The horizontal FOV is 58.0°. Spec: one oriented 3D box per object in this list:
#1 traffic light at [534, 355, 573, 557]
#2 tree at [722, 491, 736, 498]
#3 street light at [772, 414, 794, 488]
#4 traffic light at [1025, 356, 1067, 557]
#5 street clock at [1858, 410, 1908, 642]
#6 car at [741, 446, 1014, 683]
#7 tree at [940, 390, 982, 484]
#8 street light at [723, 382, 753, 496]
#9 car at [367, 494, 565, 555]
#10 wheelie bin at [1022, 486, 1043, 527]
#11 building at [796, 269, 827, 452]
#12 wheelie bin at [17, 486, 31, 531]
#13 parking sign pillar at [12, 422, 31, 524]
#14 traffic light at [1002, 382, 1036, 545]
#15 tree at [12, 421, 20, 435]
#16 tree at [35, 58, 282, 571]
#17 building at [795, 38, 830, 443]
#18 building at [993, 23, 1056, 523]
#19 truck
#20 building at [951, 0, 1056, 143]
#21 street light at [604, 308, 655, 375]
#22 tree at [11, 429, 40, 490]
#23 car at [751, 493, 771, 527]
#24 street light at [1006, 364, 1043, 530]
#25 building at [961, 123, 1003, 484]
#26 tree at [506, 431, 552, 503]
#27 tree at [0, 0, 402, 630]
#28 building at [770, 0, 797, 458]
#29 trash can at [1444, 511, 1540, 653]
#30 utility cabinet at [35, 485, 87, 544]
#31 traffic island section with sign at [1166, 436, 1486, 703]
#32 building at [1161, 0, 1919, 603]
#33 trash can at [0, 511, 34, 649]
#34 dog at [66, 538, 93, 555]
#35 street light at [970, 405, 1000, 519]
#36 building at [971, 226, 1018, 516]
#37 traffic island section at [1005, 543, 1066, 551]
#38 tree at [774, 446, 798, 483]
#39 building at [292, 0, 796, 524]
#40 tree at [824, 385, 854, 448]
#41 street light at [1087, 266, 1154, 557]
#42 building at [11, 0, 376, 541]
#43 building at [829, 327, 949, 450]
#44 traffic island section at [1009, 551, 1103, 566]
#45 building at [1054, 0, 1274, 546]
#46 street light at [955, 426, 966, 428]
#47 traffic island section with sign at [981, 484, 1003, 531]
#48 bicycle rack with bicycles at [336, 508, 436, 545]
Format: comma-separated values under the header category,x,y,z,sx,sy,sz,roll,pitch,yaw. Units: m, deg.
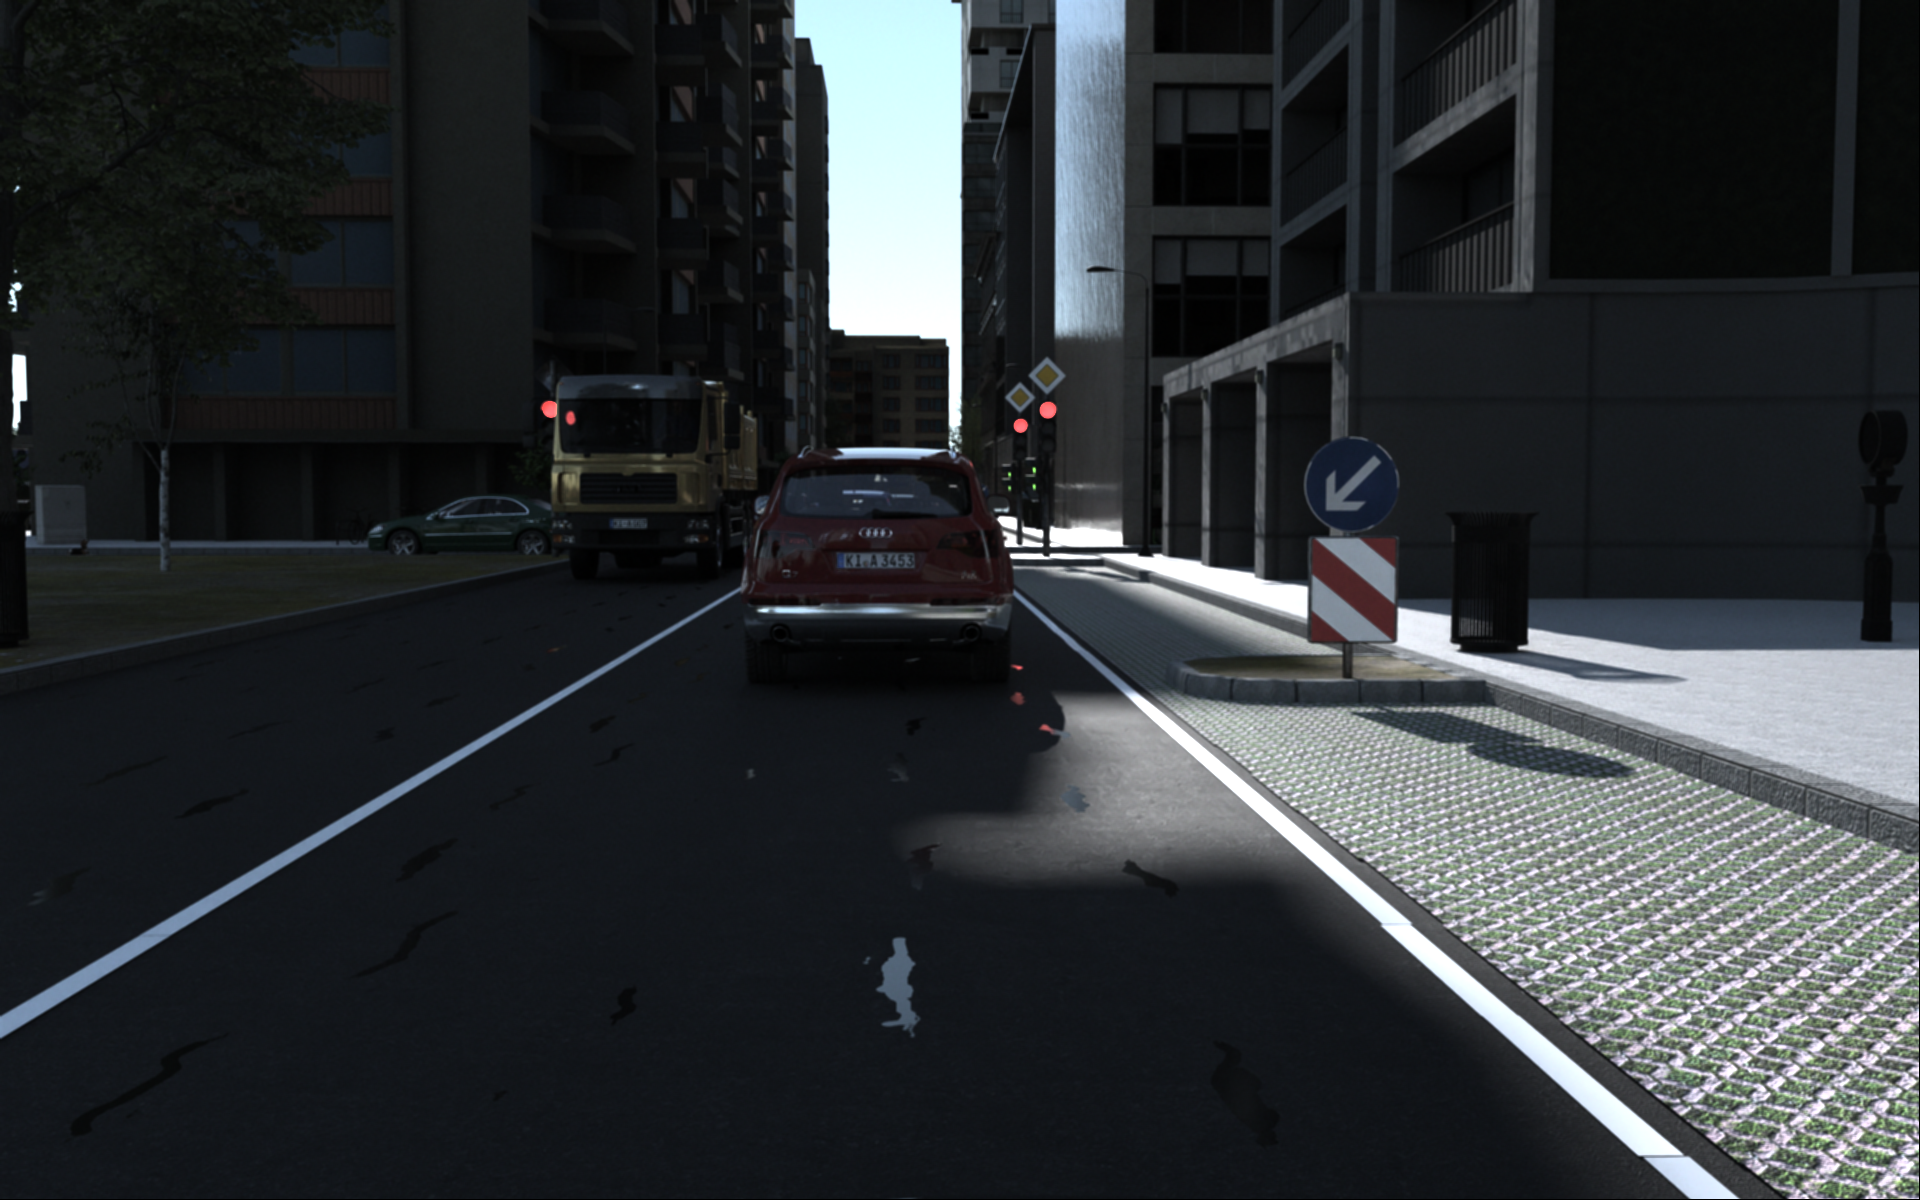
category,x,y,z,sx,sy,sz,roll,pitch,yaw
traffic light,-8.201,-2.823,35.074,0.839,4.253,0.868,0,4,-2
tree,-10.646,-5.230,80.109,1.663,3.219,1.824,0,3,0
street light,-10.315,-7.834,100.625,1.470,5.913,1.316,0,4,-2
traffic light,1.754,-2.845,35.430,0.839,4.253,0.868,0,4,-2
street clock,7.999,-0.642,15.061,0.358,2.002,0.471,0,4,6
car,-0.669,-0.369,14.704,2.281,1.827,5.304,0,4,-2
tree,1.634,-10.792,126.808,4.737,8.622,4.395,0,3,0
street light,-9.308,-6.092,72.151,1.470,5.913,1.316,0,4,-2
car,-10.673,-1.634,38.518,4.920,1.459,2.131,0,4,-1
wheelie bin,2.745,-3.593,66.657,0.980,1.594,0.693,-2,4,-32
building,-25.830,-18.479,147.178,27.650,21.520,28.899,0,4,-2
wheelie bin,-32.958,-3.222,60.587,0.980,1.594,0.693,-3,5,-43
parking sign pillar,-34.477,-4.630,64.165,1.447,3.967,1.447,2,4,27
traffic light,1.480,-3.333,43.410,0.839,4.253,0.868,0,4,-2
tree,-40.784,-5.608,75.410,4.285,4.588,4.351,0,3,0
tree,-13.391,-4.805,28.932,4.360,8.622,3.978,0,3,0
building,-24.709,-34.139,181.874,21.600,48.544,21.300,0,4,-2
building,9.515,-16.234,84.488,14.314,24.678,30.058,0,4,-2
truck,-5.352,-2.164,31.304,3.469,3.379,9.791,0,4,-2
building,13.936,-34.857,159.151,28.713,52.752,27.495,0,4,-2
street light,-8.298,-4.326,43.275,1.470,5.913,1.316,0,4,-2
tree,-24.353,-2.991,43.508,1.663,3.219,1.824,0,3,0
car,-5.542,-2.802,54.846,2.155,1.783,4.494,0,4,0
street light,2.346,-5.481,62.151,1.470,5.913,1.316,0,4,-2
building,7.039,-22.410,138.111,14.160,30.474,14.107,0,4,-2
tree,-9.948,-2.895,41.935,1.663,3.219,1.824,0,3,0
tree,-8.930,-6.017,16.502,7.486,12.596,7.792,0,3,0
building,-19.173,-29.042,124.954,14.600,45.320,14.200,0,4,-2
trash can,4.335,-0.153,14.163,0.748,1.137,0.748,0,3,0
utility cabinet,-22.848,-2.162,44.034,0.318,1.500,1.173,2,4,28
traffic island section with sign,2.576,-0.252,12.746,1.989,1.847,2.006,0,4,-2
building,14.740,-35.815,23.821,20.563,71.187,20.611,0,4,-2
trash can,-8.145,-0.173,14.479,0.748,1.137,0.748,0,3,0
dog,-20.338,-1.214,40.045,0.550,0.427,0.748,-3,5,-43
street light,1.344,-7.203,90.311,1.470,5.913,1.316,0,4,-2
building,6.380,-14.958,109.191,10.561,19.102,19.286,0,4,-2
traffic island section,1.521,-1.299,43.526,2.009,0.180,2.903,0,4,-2
tree,-11.777,-8.146,116.902,4.285,4.588,4.351,0,3,0
building,-20.789,-27.028,96.526,22.147,44.769,28.867,0,4,-2
tree,-13.959,-15.267,167.740,7.486,12.596,7.792,0,3,0
street light,3.278,-3.849,35.469,1.470,5.913,1.316,0,4,-2
building,-19.261,-24.735,59.043,22.147,44.769,28.867,0,4,-2
building,-16.151,-22.659,215.507,28.899,21.520,27.650,0,4,-2
traffic island section,1.795,-0.811,35.545,2.009,0.180,2.903,0,4,-2
building,20.706,-15.167,52.494,34.151,26.468,19.350,0,4,-2
street light,0.365,-8.926,118.480,1.470,5.913,1.316,0,4,-2
traffic island section with sign,0.673,-3.655,68.395,1.989,1.847,2.006,0,4,-2
bicycle rack with bicycles,-14.655,-1.911,44.632,2.852,0.926,2.925,0,4,2
